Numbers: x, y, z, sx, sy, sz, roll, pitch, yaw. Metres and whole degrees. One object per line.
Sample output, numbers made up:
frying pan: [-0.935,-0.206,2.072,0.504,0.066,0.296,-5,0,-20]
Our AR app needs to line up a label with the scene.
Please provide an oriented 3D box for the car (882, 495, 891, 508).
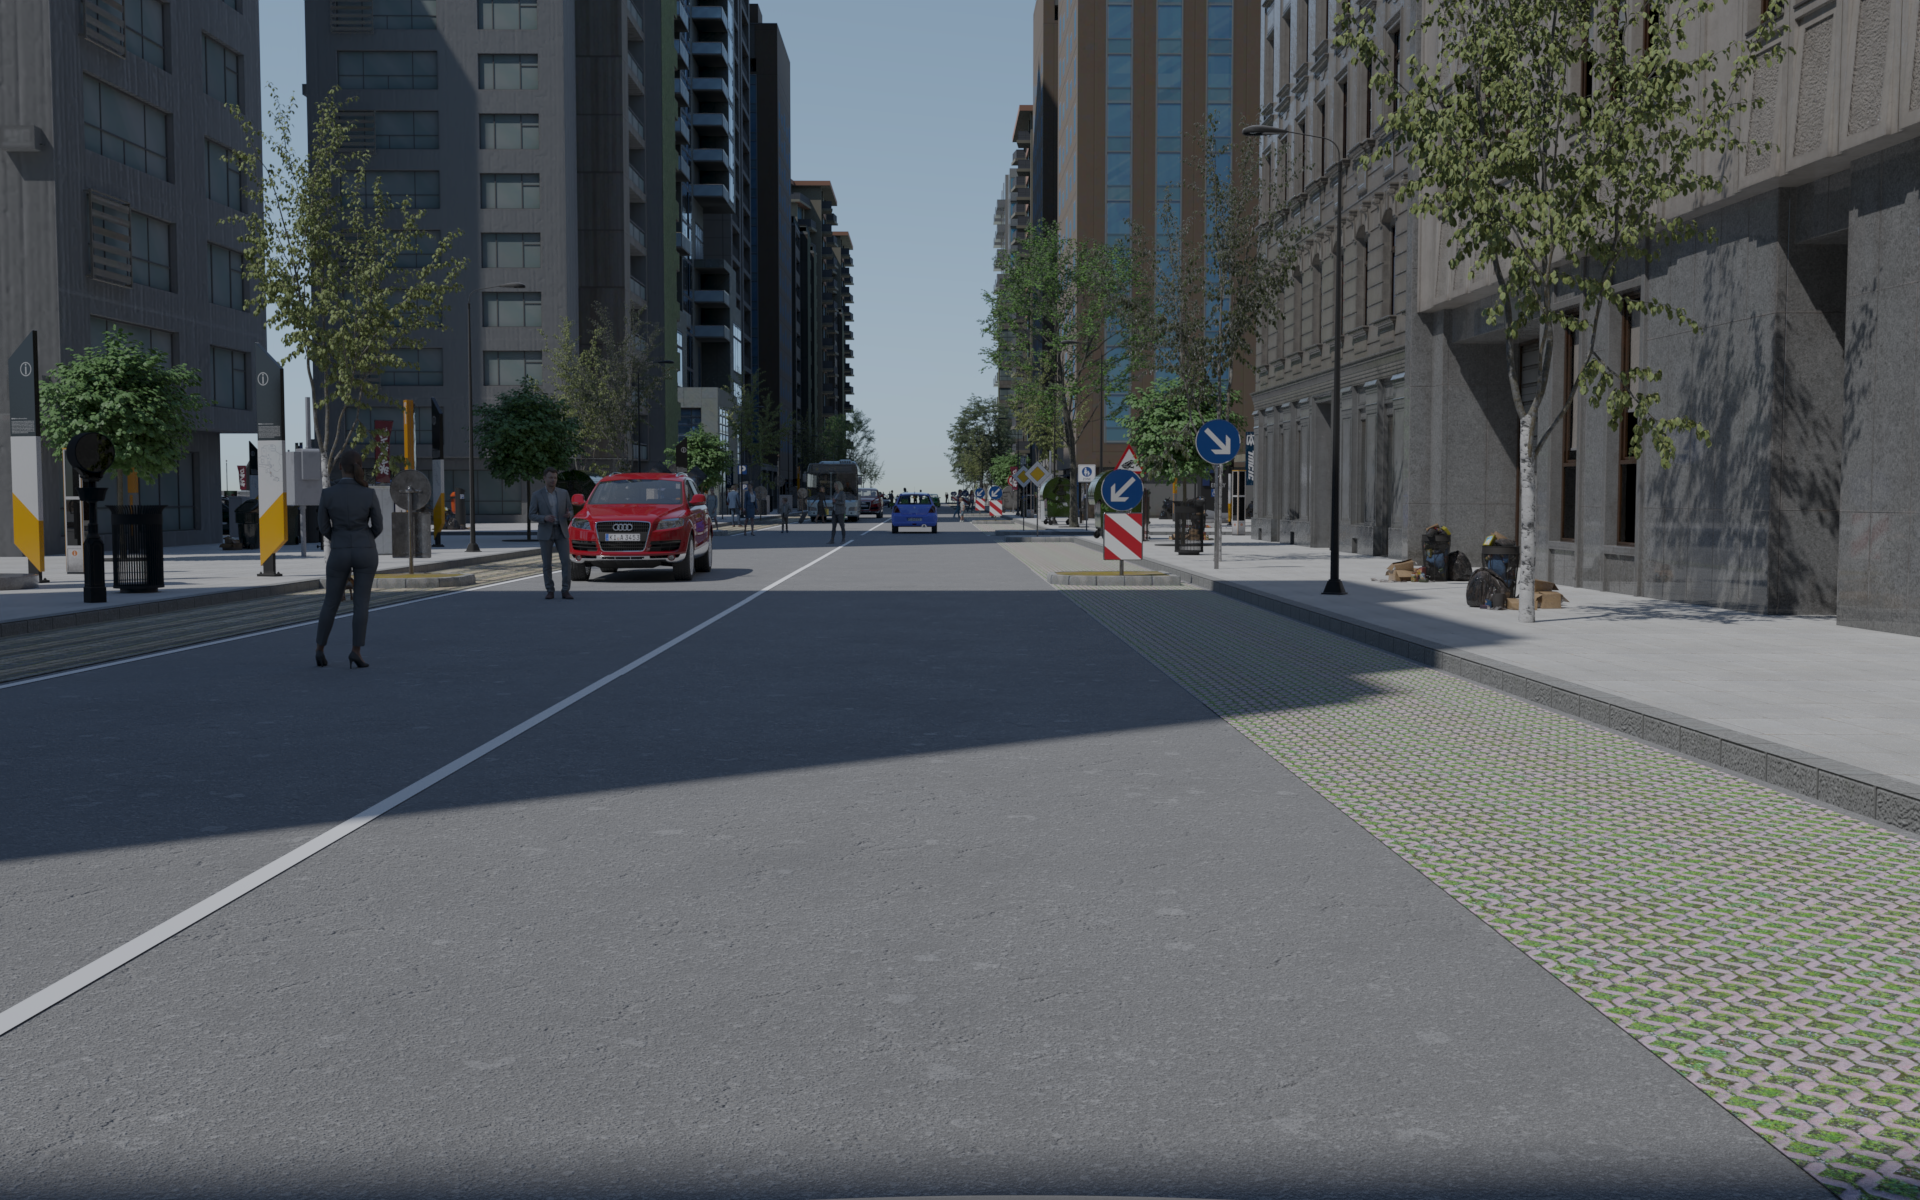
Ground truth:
car: [-8.220,-10.401,182.643,1.945,1.354,3.894,0,4,-3]

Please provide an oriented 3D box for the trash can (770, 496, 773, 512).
trash can: [-13.559,-6.792,122.699,0.748,1.137,0.748,0,3,0]

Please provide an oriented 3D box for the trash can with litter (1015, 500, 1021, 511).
trash can with litter: [4.615,-7.373,131.930,0.624,1.170,1.055,-3,4,-37]

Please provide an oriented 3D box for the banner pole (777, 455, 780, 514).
banner pole: [-11.518,-7.330,109.860,0.401,3.779,0.863,0,4,2]

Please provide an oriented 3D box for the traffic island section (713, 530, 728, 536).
traffic island section: [-9.198,-2.326,60.317,2.009,0.180,2.903,0,4,-1]

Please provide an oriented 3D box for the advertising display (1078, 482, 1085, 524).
advertising display: [5.286,-4.286,75.283,0.123,1.923,0.974,1,4,13]

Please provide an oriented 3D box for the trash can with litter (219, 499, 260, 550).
trash can with litter: [-16.481,-1.740,39.831,0.624,1.170,1.055,1,4,19]

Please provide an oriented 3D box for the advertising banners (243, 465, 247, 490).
advertising banners: [-42.893,-6.684,105.477,2.074,3.025,0.090,-1,4,-16]

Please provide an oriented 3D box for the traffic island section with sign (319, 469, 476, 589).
traffic island section with sign: [-8.693,-1.126,27.044,1.989,1.847,2.006,0,4,-1]

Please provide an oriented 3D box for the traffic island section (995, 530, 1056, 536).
traffic island section: [2.242,-2.337,60.486,2.009,0.180,2.903,0,4,-1]

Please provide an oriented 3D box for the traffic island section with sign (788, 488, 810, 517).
traffic island section with sign: [-9.973,-6.211,110.171,1.989,1.847,2.006,0,4,-1]

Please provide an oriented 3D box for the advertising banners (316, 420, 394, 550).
advertising banners: [-14.055,-2.700,40.328,0.090,3.025,2.074,3,4,37]

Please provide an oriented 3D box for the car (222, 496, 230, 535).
car: [-23.653,-2.756,54.848,4.222,1.686,2.009,0,4,-3]

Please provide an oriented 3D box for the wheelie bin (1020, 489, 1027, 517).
wheelie bin: [3.709,-5.412,96.400,0.693,1.594,0.980,0,4,4]

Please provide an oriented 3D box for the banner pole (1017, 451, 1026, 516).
banner pole: [3.526,-6.715,99.799,0.863,3.779,0.401,3,5,43]

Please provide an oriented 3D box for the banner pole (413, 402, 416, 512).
banner pole: [-14.827,-3.491,47.095,0.401,3.779,0.863,-1,4,-22]

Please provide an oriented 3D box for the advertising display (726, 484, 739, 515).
advertising display: [-13.906,-6.155,105.847,0.123,1.923,0.974,3,5,39]

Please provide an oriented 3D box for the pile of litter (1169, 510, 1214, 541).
pile of litter: [6.467,-2.105,48.389,1.176,0.858,1.719,0,4,-6]

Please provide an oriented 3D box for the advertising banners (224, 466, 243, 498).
advertising banners: [-27.771,-4.152,64.067,2.074,3.025,0.090,-1,4,-19]

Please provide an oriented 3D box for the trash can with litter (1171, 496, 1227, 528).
trash can with litter: [8.973,-3.357,65.939,1.678,1.210,2.233,-2,4,-34]

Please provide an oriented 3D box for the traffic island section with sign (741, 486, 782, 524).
traffic island section with sign: [-9.551,-4.562,83.219,1.989,1.847,2.006,0,4,-1]

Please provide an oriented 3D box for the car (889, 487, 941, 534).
car: [-1.678,-3.339,64.184,1.945,1.707,3.694,0,4,-1]

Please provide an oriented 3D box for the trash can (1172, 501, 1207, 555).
trash can: [4.820,-1.516,36.435,0.748,1.137,0.748,0,3,0]

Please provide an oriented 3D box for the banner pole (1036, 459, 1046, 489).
banner pole: [5.375,-7.581,113.966,0.863,3.779,0.401,0,4,3]

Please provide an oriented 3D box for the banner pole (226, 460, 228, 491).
banner pole: [-53.819,-8.389,127.177,0.401,3.779,0.863,-1,4,-23]

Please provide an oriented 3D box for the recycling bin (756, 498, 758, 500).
recycling bin: [-13.489,-6.063,111.678,0.722,1.027,0.722,-2,4,-28]

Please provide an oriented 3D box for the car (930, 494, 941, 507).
car: [-3.038,-10.877,186.632,1.959,1.807,4.718,0,4,-1]

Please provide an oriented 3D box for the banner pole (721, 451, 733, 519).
banner pole: [-11.902,-6.007,88.235,0.863,3.779,0.401,1,4,18]

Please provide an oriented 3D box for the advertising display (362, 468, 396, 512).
advertising display: [-14.410,-2.293,42.706,0.974,1.923,0.123,0,4,5]

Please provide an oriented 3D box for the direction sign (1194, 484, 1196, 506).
direction sign: [8.500,-4.317,62.586,0.379,3.537,0.876,-1,4,-13]

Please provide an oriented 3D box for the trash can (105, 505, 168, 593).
trash can: [-10.715,-0.668,22.574,0.748,1.137,0.748,0,3,0]

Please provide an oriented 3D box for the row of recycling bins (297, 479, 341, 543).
row of recycling bins: [-16.936,-2.423,46.727,1.069,1.692,3.534,1,4,13]

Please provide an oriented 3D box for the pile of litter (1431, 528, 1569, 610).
pile of litter: [6.430,-0.356,19.787,1.719,0.858,1.176,-3,5,-39]

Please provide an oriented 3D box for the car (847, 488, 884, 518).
car: [-5.676,-5.826,103.932,2.281,1.827,5.304,0,4,0]

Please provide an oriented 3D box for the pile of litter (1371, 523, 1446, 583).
pile of litter: [6.845,-0.713,25.617,1.719,0.858,1.176,-1,4,-10]

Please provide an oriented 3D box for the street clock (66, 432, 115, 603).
street clock: [-10.226,-0.969,20.421,0.358,2.002,0.471,3,4,38]

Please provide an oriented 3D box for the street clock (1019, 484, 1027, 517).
street clock: [3.548,-5.713,97.976,0.358,2.002,0.471,3,5,42]

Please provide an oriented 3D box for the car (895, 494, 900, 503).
car: [-9.296,-15.915,272.205,2.014,1.417,4.499,0,4,0]

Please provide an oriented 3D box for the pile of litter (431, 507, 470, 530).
pile of litter: [-18.325,-2.949,62.175,1.719,0.858,1.176,3,4,38]

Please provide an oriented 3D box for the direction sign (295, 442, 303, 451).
direction sign: [-28.998,-5.142,76.065,0.379,3.537,0.876,-3,5,-41]

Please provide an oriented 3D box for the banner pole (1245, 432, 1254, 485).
banner pole: [10.358,-4.334,60.877,0.863,3.779,0.401,3,5,43]

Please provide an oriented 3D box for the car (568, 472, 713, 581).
car: [-5.517,-1.322,30.292,2.281,1.827,5.304,0,4,-3]

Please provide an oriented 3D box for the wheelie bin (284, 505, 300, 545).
wheelie bin: [-17.048,-2.178,43.521,0.980,1.594,0.693,-2,4,-35]

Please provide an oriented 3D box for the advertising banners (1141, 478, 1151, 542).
advertising banners: [5.009,-3.099,46.862,0.090,3.025,2.074,1,4,13]

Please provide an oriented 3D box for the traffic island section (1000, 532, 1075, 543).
traffic island section: [2.364,-1.848,52.501,2.009,0.180,2.903,0,4,-1]

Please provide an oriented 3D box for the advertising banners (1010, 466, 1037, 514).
advertising banners: [4.201,-6.942,109.697,2.074,3.025,0.090,0,4,6]
